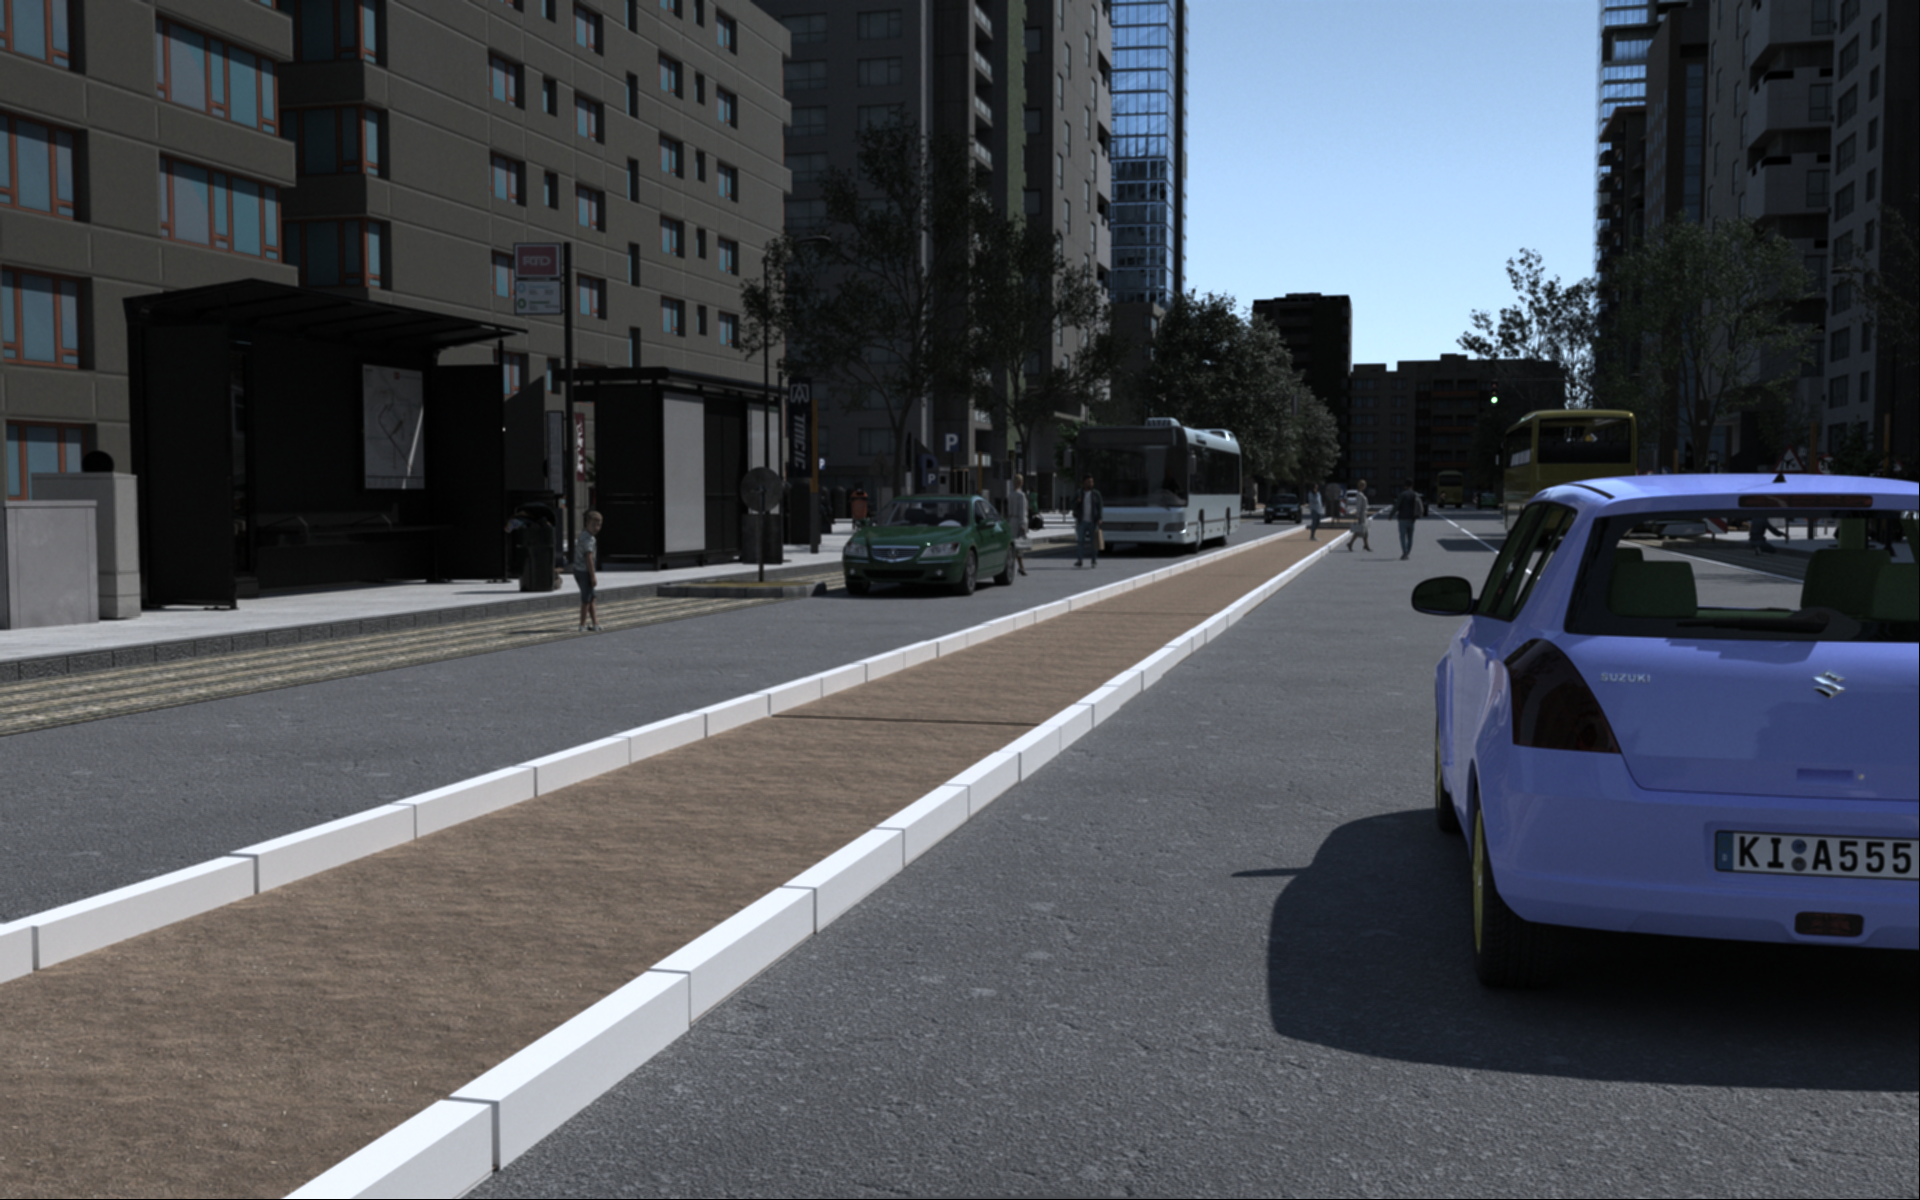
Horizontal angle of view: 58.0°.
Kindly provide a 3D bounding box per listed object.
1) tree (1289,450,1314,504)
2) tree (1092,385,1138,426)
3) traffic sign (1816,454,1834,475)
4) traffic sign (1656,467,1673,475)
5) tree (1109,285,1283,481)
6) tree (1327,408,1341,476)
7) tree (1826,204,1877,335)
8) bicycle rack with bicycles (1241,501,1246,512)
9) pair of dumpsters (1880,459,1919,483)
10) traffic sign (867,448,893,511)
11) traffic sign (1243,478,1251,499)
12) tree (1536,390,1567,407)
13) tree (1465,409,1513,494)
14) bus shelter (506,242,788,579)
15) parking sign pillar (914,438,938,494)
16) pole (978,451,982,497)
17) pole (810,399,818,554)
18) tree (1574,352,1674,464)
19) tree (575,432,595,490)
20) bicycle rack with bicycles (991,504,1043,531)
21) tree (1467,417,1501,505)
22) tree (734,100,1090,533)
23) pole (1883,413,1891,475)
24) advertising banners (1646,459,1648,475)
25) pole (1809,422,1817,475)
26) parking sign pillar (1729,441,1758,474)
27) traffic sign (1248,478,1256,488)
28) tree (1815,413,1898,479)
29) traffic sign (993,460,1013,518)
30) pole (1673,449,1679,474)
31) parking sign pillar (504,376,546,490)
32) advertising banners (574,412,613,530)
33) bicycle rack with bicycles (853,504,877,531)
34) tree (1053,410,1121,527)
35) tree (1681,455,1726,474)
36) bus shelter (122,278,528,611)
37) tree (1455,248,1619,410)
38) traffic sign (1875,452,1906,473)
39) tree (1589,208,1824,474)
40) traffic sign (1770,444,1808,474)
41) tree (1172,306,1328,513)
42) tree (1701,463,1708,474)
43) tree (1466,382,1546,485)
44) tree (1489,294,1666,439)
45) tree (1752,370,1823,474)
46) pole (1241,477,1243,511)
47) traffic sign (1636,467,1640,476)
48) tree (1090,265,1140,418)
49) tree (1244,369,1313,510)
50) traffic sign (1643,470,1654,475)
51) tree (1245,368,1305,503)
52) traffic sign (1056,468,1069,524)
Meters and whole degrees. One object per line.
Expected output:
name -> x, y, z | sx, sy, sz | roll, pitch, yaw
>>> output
tree -> 43.990, -16.544, 220.853 | 4.360, 8.622, 3.978 | 0, 3, 0
tree -> 9.727, -9.716, 109.221 | 4.360, 8.622, 3.978 | 0, 3, 0
traffic sign -> 27.354, -3.335, 54.640 | 0.768, 2.556, 0.104 | 1, 4, 20
traffic sign -> 32.582, -4.898, 80.189 | 0.768, 2.556, 0.104 | 1, 4, 22
tree -> 13.022, -10.903, 95.265 | 9.611, 12.733, 9.660 | 0, 3, 0
tree -> 39.014, -17.750, 196.863 | 9.857, 13.997, 8.962 | 0, 3, 0
tree -> 17.953, -4.903, 30.523 | 4.360, 8.622, 3.978 | 0, 3, 0
bicycle rack with bicycles -> 19.816, -6.857, 125.488 | 2.852, 0.926, 2.925 | -3, 5, -40
pair of dumpsters -> 25.143, -2.749, 47.432 | 1.574, 2.255, 4.437 | 1, 4, 14
traffic sign -> -2.264, -3.015, 49.295 | 0.884, 2.594, 0.081 | 1, 4, 22
traffic sign -> 21.968, -8.149, 133.341 | 0.768, 2.556, 0.104 | 1, 4, 16
tree -> 41.394, -10.424, 120.791 | 4.737, 8.622, 4.395 | 0, 3, 0
tree -> 67.502, -18.292, 217.206 | 7.486, 12.596, 7.792 | 0, 3, 0
bus shelter -> -5.407, -3.211, 30.137 | 2.179, 5.291, 8.768 | 1, 4, 15
parking sign pillar -> -1.603, -5.838, 83.929 | 1.447, 3.967, 1.447 | 3, 5, 44
pole -> 0.950, -5.419, 82.451 | 0.158, 3.312, 0.155 | 0, 3, 0
pole -> -3.141, -2.654, 37.237 | 0.158, 3.312, 0.155 | 0, 3, 0
tree -> 34.693, -8.531, 89.841 | 4.737, 8.622, 4.395 | 0, 3, 0
tree -> -9.465, -3.165, 46.346 | 1.663, 3.219, 1.824 | 0, 3, 0
bicycle rack with bicycles -> 1.453, -2.878, 60.440 | 2.925, 0.926, 2.852 | 0, 4, 1
tree -> 64.362, -16.639, 206.455 | 8.767, 10.594, 7.601 | 2, 4, 30
tree -> -1.679, -6.586, 42.087 | 8.767, 10.594, 7.601 | 1, 4, 10
pole -> 23.511, -3.063, 43.919 | 0.158, 3.312, 0.155 | 0, 3, 0
advertising banners -> 34.311, -5.515, 86.361 | 0.090, 3.025, 2.074 | 2, 4, 28
pole -> 24.215, -3.386, 49.208 | 0.158, 3.312, 0.155 | 0, 3, 0
parking sign pillar -> 39.280, -6.018, 86.861 | 1.447, 3.967, 1.447 | 2, 4, 25
traffic sign -> 22.480, -8.181, 133.864 | 0.768, 2.556, 0.104 | 1, 4, 22
tree -> 21.445, -2.869, 41.509 | 1.663, 3.219, 1.824 | 0, 3, 0
traffic sign -> 1.266, -3.017, 51.456 | 0.606, 2.300, 0.079 | 1, 4, 19
pole -> 32.656, -5.212, 79.058 | 0.158, 3.312, 0.155 | 0, 3, 0
parking sign pillar -> -10.082, -3.105, 39.234 | 1.447, 3.967, 1.447 | -3, 4, -38
advertising banners -> -8.024, -2.560, 38.040 | 0.090, 3.025, 2.074 | 1, 4, 12
bicycle rack with bicycles -> -2.758, -2.946, 61.551 | 2.852, 0.926, 2.925 | 3, 5, 39
tree -> 5.019, -5.076, 66.703 | 4.285, 4.588, 4.351 | 0, 3, 0
tree -> 59.217, -9.425, 137.806 | 4.285, 4.588, 4.351 | 0, 3, 0
bus shelter -> -7.772, -1.885, 22.108 | 1.731, 3.624, 6.357 | 1, 4, 14
tree -> 44.422, -17.133, 136.014 | 12.611, 20.169, 13.585 | 0, 3, 0
traffic sign -> 24.022, -2.744, 44.875 | 0.884, 2.594, 0.081 | 1, 4, 20
tree -> 26.618, -8.334, 62.014 | 9.928, 11.665, 9.643 | 0, 3, 0
traffic sign -> 21.328, -2.728, 44.609 | 0.884, 2.594, 0.081 | 1, 4, 16
tree -> 19.144, -13.015, 119.442 | 9.857, 13.997, 8.962 | 0, 3, 0
tree -> 38.907, -5.855, 90.325 | 1.663, 3.219, 1.824 | 0, 3, 0
tree -> 60.406, -17.354, 190.386 | 9.857, 13.997, 8.962 | 0, 3, 0
tree -> 38.056, -12.046, 107.319 | 12.009, 13.543, 11.850 | 0, 3, 0
tree -> 48.661, -9.280, 102.086 | 4.737, 8.622, 4.395 | 0, 3, 0
pole -> 21.202, -8.360, 130.524 | 0.158, 3.312, 0.155 | 0, 3, 0
traffic sign -> 29.847, -4.708, 77.083 | 0.768, 2.556, 0.104 | 1, 4, 17
tree -> 2.383, -7.525, 57.443 | 8.767, 10.594, 7.601 | 3, 5, 39
tree -> 23.743, -13.068, 139.425 | 9.928, 11.665, 9.643 | 0, 3, 0
traffic sign -> 36.851, -5.656, 92.574 | 0.768, 2.556, 0.104 | 1, 4, 17
tree -> 26.591, -14.214, 150.533 | 7.486, 12.596, 7.792 | 0, 3, 0
traffic sign -> 4.460, -4.525, 74.094 | 0.768, 2.556, 0.104 | 1, 4, 15
